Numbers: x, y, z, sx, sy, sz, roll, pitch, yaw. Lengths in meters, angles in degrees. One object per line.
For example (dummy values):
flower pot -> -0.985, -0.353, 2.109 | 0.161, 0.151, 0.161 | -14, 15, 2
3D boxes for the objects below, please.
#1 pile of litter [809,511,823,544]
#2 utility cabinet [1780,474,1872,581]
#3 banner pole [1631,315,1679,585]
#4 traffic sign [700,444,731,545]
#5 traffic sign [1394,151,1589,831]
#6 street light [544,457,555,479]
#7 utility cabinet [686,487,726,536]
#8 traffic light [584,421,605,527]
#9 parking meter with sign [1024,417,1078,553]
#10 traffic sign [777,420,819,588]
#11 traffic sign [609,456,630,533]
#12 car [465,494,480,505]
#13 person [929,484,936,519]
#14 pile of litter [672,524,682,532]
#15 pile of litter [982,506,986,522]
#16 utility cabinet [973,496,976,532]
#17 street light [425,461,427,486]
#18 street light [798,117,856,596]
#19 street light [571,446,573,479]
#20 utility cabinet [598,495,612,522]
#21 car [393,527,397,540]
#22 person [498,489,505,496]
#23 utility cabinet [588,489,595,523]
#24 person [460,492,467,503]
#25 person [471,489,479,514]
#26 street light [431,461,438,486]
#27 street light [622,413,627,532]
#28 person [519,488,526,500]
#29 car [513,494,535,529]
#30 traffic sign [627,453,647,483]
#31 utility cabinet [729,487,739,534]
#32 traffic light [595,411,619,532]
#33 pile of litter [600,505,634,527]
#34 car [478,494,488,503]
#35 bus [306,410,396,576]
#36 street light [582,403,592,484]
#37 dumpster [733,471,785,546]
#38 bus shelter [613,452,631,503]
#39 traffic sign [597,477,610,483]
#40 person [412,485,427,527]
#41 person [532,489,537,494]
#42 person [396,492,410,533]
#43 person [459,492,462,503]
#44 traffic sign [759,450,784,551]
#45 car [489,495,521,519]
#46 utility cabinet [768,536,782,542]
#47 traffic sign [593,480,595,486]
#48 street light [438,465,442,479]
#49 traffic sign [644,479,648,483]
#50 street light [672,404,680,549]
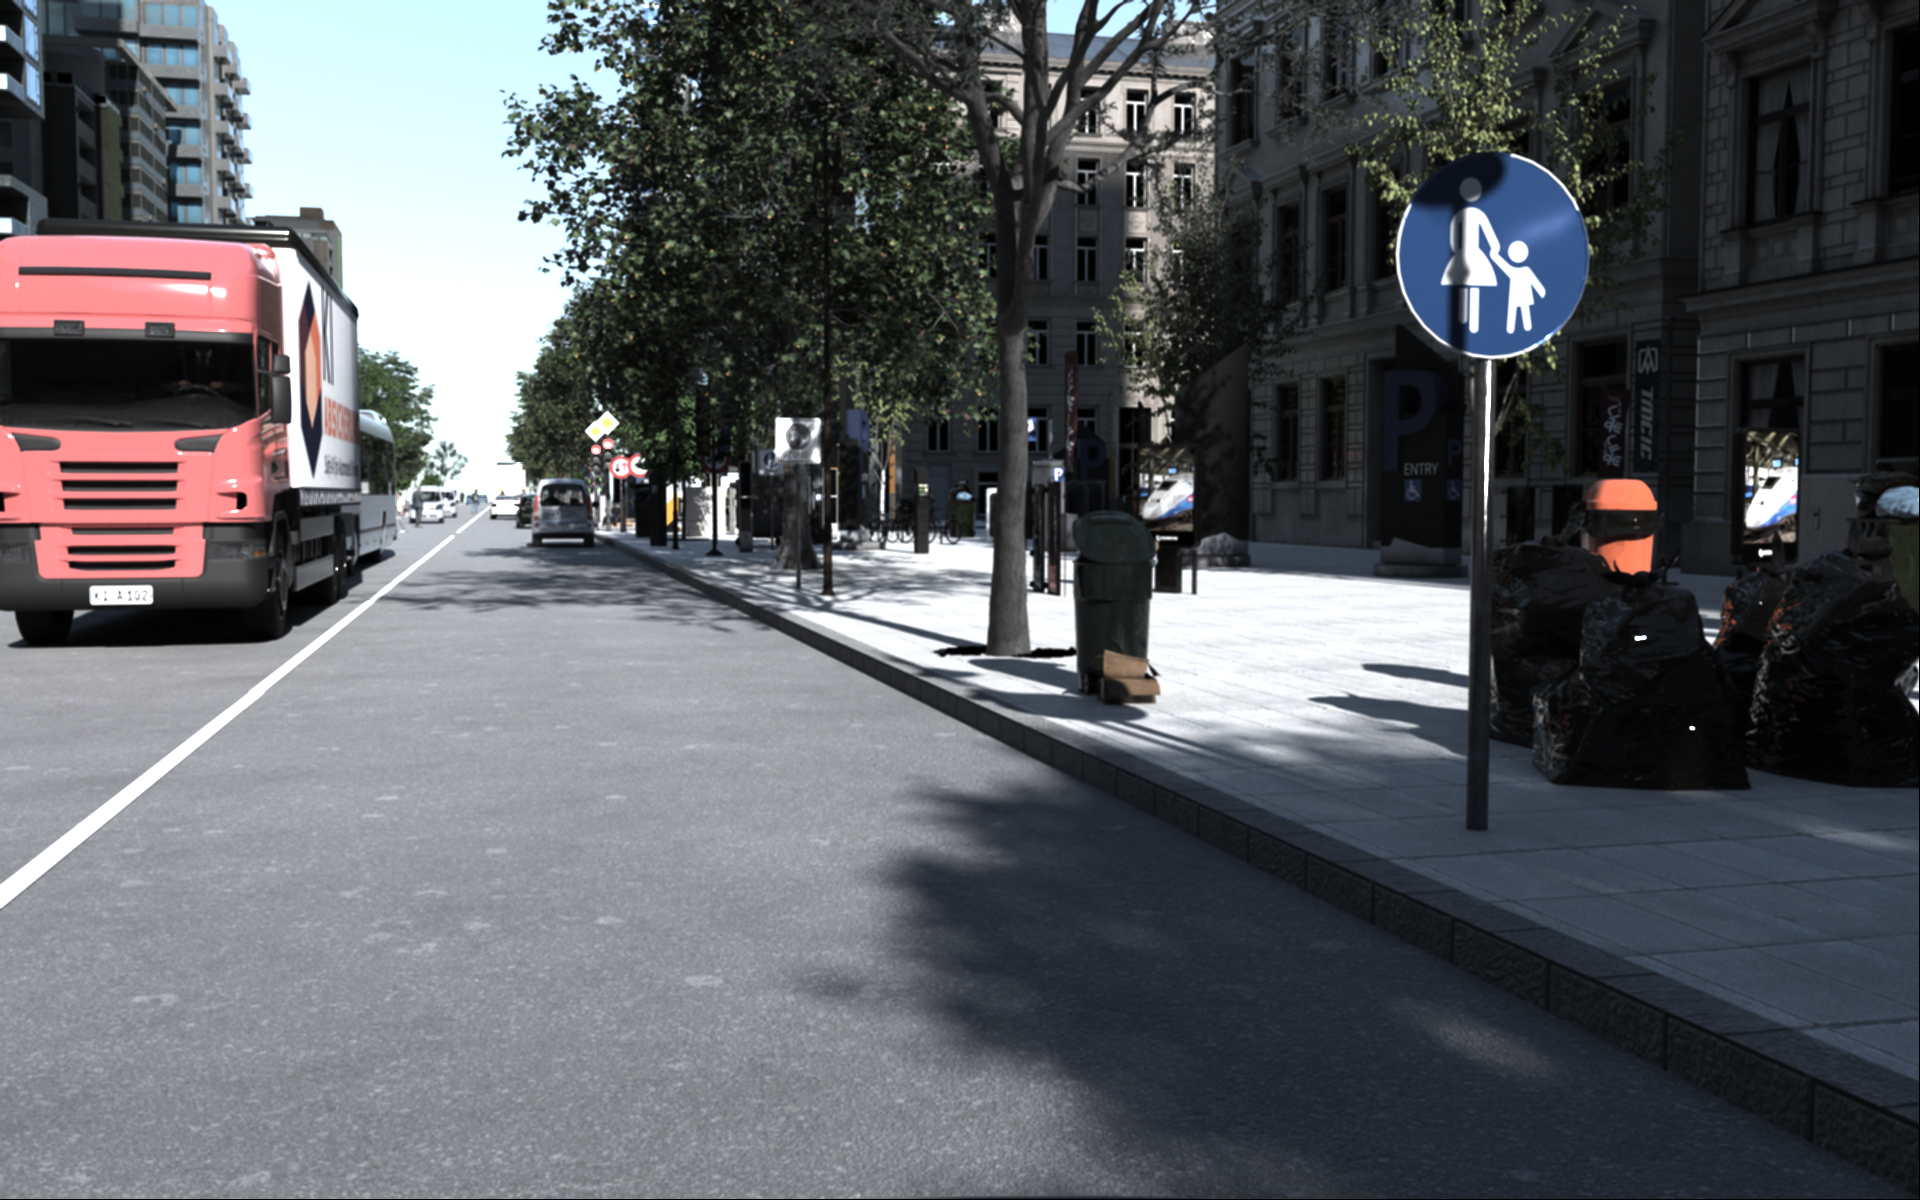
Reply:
pile of litter -> -4.041, -1.866, 44.476 | 1.176, 0.858, 1.719 | 2, 4, 25
utility cabinet -> 9.397, -0.633, 19.027 | 0.318, 1.500, 1.173 | -2, 4, -30
banner pole -> 9.860, -2.114, 24.585 | 0.401, 3.779, 0.863 | -2, 4, -24
traffic sign -> -6.179, -2.672, 43.789 | 0.768, 2.556, 0.104 | -1, 4, -9
traffic sign -> 1.981, -0.395, 6.559 | 0.768, 2.556, 0.104 | -1, 4, -9
street light -> -37.046, -11.215, 156.149 | 0.468, 5.910, 1.993 | -1, 4, -15
utility cabinet -> -7.696, -2.670, 52.330 | 1.173, 1.500, 0.318 | -1, 4, -19
traffic light -> -14.015, -4.751, 66.604 | 0.839, 4.253, 0.868 | -1, 4, -15
parking meter with sign -> 1.971, -2.588, 38.575 | 0.543, 3.016, 1.738 | -3, 4, -36
traffic sign -> -2.193, -1.304, 23.456 | 0.606, 2.300, 0.079 | -1, 4, -10
traffic sign -> -11.265, -3.516, 57.593 | 0.768, 2.556, 0.104 | -1, 4, -14
car -> -66.154, -13.650, 235.181 | 2.014, 1.417, 4.499 | -1, 4, -15
person -> -1.078, -3.428, 64.732 | 0.526, 1.800, 0.537 | 3, 5, 40
pile of litter -> -9.863, -2.748, 58.888 | 1.176, 0.858, 1.719 | -1, 4, -20
pile of litter -> 1.590, -4.034, 79.924 | 1.176, 0.858, 1.719 | 0, 4, 4
utility cabinet -> 0.287, -2.875, 58.164 | 0.306, 1.237, 1.020 | 1, 4, 12
street light -> -67.242, -15.008, 218.165 | 0.468, 5.910, 1.993 | -1, 4, -15
street light -> -1.673, -2.995, 21.759 | 0.468, 5.910, 1.993 | -1, 4, -15
street light -> -22.610, -7.834, 100.881 | 0.468, 5.910, 1.993 | -1, 4, -15
utility cabinet -> -16.313, -4.123, 78.568 | 1.020, 1.237, 0.306 | -3, 5, -41
car -> -18.311, -2.486, 53.010 | 2.083, 1.381, 4.827 | -1, 4, -15
person -> -38.631, -8.434, 146.362 | 0.705, 1.831, 1.348 | 3, 5, 43
utility cabinet -> -16.484, -4.168, 76.828 | 0.318, 1.500, 1.173 | -2, 4, -35
person -> -81.181, -16.784, 282.933 | 1.348, 1.822, 0.705 | -3, 5, -43
person -> -34.633, -7.026, 123.726 | 0.623, 1.781, 0.721 | 0, 4, -2
street light -> -72.067, -16.137, 236.632 | 0.468, 5.910, 1.993 | -1, 4, -15
street light -> -11.396, -5.252, 58.660 | 0.468, 5.910, 1.993 | -1, 4, -15
person -> -27.669, -6.139, 109.145 | 0.573, 1.790, 0.520 | 1, 4, 17
car -> -17.826, -3.876, 73.164 | 2.009, 1.686, 4.222 | -1, 4, -16
traffic sign -> -9.965, -3.293, 53.952 | 0.768, 2.556, 0.104 | 0, 4, -6
utility cabinet -> -6.716, -2.809, 54.610 | 1.173, 1.500, 0.318 | -3, 5, -43
traffic light -> -11.990, -4.279, 58.879 | 0.839, 4.253, 0.868 | -1, 4, -15
pile of litter -> -13.424, -3.332, 68.450 | 1.719, 0.858, 1.176 | -2, 4, -23
car -> -76.823, -16.292, 278.379 | 2.014, 1.417, 4.499 | -1, 4, -16
bus -> -12.513, -2.319, 32.777 | 2.948, 3.499, 13.247 | -1, 4, -14
street light -> -17.688, -6.689, 82.148 | 0.468, 5.910, 1.993 | -1, 4, -15
dumpster -> -4.799, -2.229, 42.206 | 1.264, 1.857, 1.865 | -1, 4, -15
bus shelter -> -19.262, -6.636, 99.785 | 1.731, 3.624, 6.357 | -1, 4, -15
traffic sign -> -21.245, -6.303, 103.165 | 0.768, 2.556, 0.104 | -1, 4, -14
person -> -23.285, -4.038, 74.694 | 0.661, 1.801, 0.590 | 2, 4, 30
person -> -27.604, -6.341, 112.448 | 0.793, 1.790, 0.793 | 2, 4, 31
person -> -20.738, -3.255, 64.322 | 0.503, 1.515, 0.523 | 1, 4, 20
person -> -83.283, -17.170, 289.219 | 1.348, 1.826, 0.705 | 3, 4, 37
traffic sign -> -4.264, -2.271, 39.267 | 0.606, 2.300, 0.079 | 0, 4, -5
car -> -26.028, -5.338, 99.630 | 2.083, 1.381, 4.827 | -1, 4, -14
utility cabinet -> -4.842, -2.280, 45.953 | 0.318, 1.500, 1.173 | 0, 4, 6
traffic sign -> -29.827, -8.552, 139.936 | 0.768, 2.556, 0.104 | -1, 4, -8
street light -> -77.045, -17.290, 255.472 | 0.468, 5.910, 1.993 | -1, 4, -15
traffic sign -> -19.753, -6.661, 109.008 | 0.768, 2.556, 0.104 | 0, 4, -7
street light -> -6.628, -4.122, 40.185 | 0.468, 5.910, 1.993 | -1, 4, -15
